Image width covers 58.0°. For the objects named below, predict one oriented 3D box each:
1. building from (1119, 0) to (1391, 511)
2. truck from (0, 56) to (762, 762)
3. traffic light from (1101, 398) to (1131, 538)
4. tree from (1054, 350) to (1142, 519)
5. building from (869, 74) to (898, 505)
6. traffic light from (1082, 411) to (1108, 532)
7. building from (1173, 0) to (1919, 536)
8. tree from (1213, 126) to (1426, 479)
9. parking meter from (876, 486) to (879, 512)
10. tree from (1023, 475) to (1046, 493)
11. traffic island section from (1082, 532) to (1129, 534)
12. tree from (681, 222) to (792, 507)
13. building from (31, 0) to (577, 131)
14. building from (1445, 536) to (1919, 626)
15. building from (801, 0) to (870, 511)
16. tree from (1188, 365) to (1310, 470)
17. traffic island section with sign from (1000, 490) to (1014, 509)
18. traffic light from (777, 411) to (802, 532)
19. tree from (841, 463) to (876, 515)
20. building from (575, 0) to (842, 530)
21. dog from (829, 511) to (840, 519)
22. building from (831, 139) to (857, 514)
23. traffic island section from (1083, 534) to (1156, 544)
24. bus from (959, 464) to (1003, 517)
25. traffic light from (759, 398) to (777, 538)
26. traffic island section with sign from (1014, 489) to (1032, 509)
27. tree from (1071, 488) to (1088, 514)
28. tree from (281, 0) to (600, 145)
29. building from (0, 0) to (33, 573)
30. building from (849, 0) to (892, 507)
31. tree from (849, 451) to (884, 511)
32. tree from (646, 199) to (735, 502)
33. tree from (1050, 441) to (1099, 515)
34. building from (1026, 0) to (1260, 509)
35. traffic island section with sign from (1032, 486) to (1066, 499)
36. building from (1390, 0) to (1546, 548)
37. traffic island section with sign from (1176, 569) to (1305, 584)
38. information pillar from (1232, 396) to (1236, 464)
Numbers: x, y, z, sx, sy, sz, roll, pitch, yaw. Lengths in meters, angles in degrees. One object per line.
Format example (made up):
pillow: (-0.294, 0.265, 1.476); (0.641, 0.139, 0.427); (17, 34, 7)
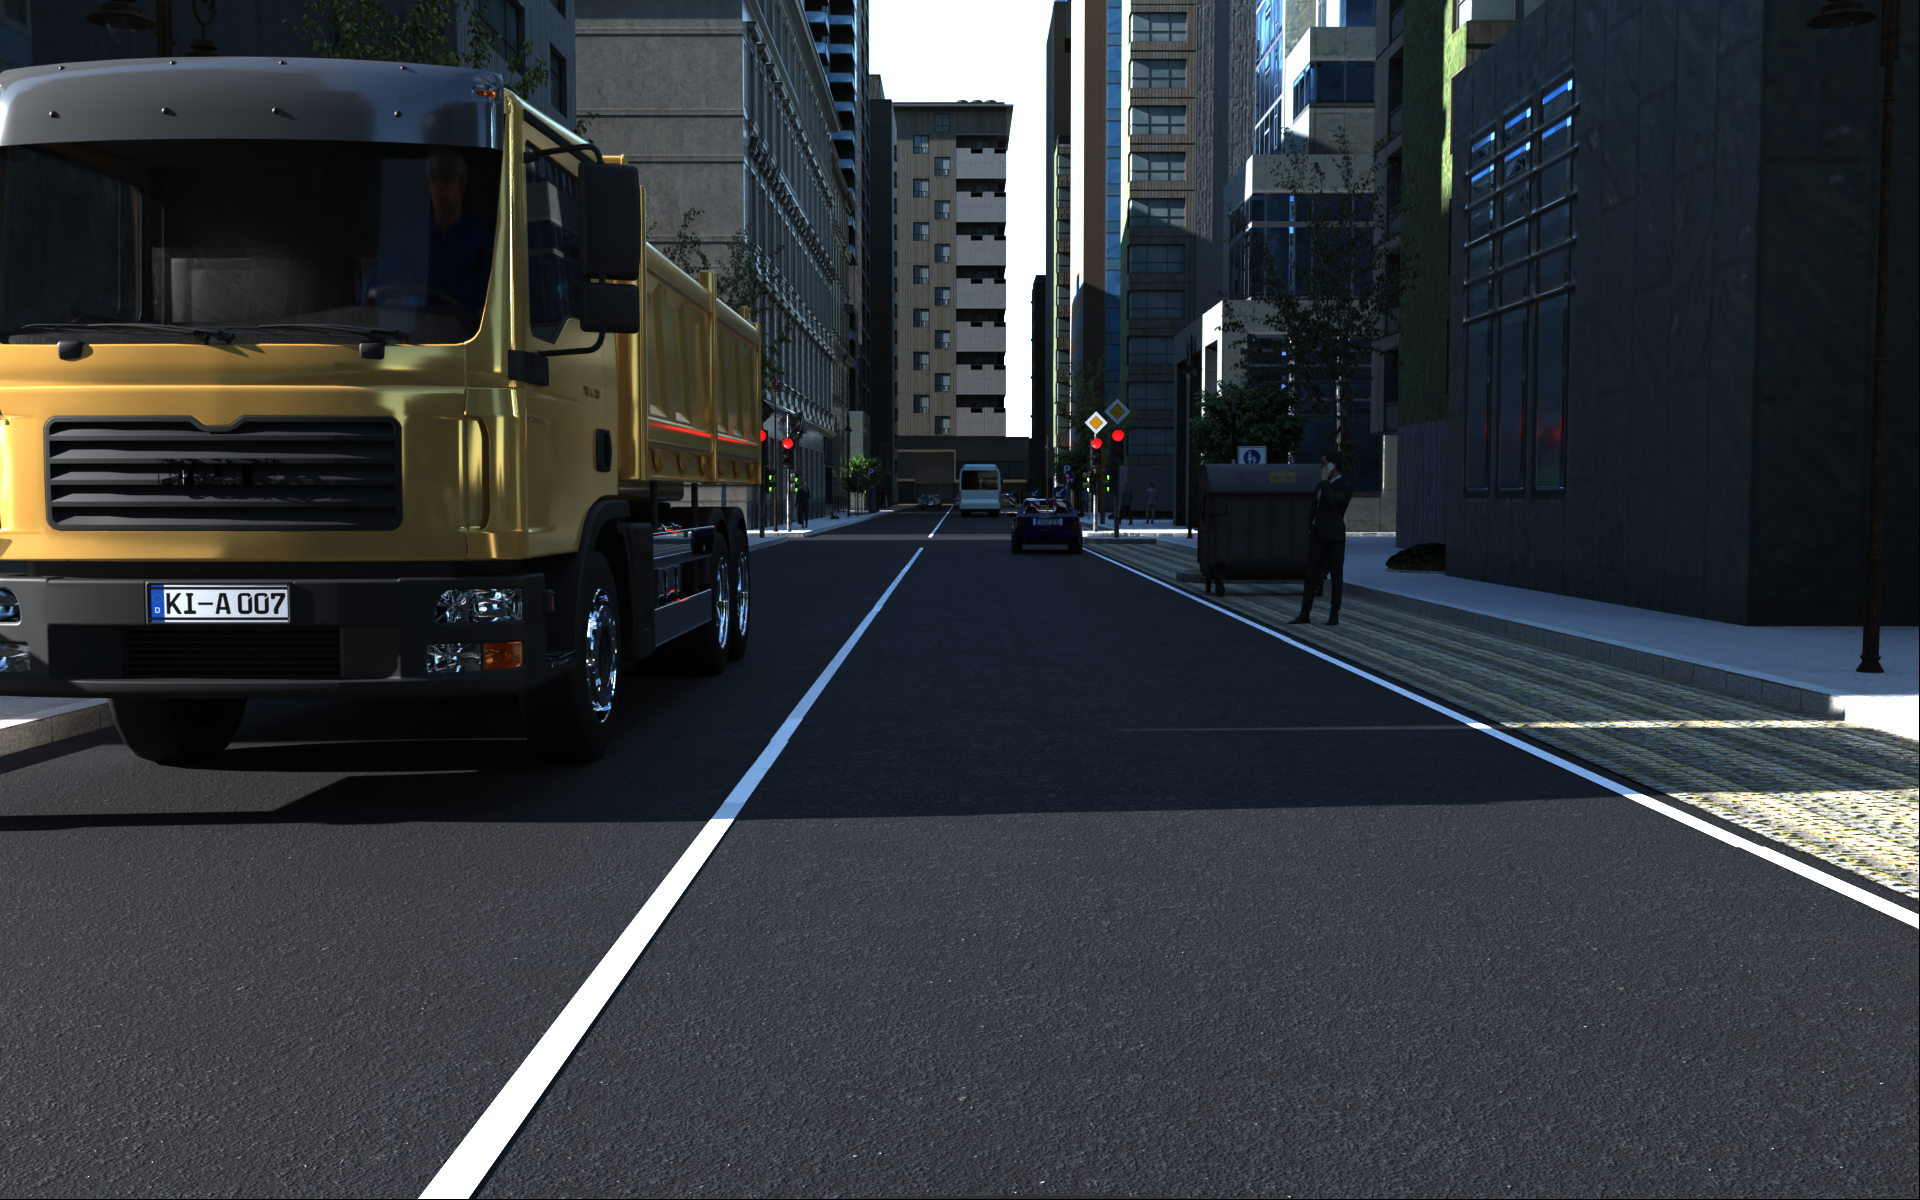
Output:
building: (16.385, -25.613, 102.360); (14.154, 41.232, 14.086); (0, 3, 0)
truck: (-3.137, -0.946, 11.385); (3.469, 3.379, 9.791); (0, 4, 0)
traffic light: (4.574, -3.778, 50.691); (0.839, 4.253, 0.868); (0, 3, 0)
tree: (6.918, -8.499, 89.323); (4.737, 8.622, 4.395); (0, 3, 0)
building: (-18.067, -35.104, 197.650); (21.600, 48.544, 21.300); (0, 3, 0)
traffic light: (4.582, -4.266, 58.676); (0.839, 4.253, 0.868); (0, 3, 0)
building: (24.208, -46.098, 66.374); (31.000, 86.520, 22.319); (0, 3, 0)
tree: (7.241, -5.112, 33.938); (4.360, 8.622, 3.978); (0, 3, 0)
parking meter: (-6.051, -7.408, 126.839); (0.255, 1.863, 0.399); (-1, 4, -12)
tree: (7.633, -10.963, 173.840); (1.663, 3.219, 1.824); (0, 3, 0)
traffic island section: (4.622, -2.233, 58.790); (2.009, 0.180, 2.903); (0, 3, 0)
tree: (-6.530, -5.938, 47.455); (4.737, 8.622, 4.395); (0, 3, 0)
building: (-17.059, -16.508, 41.608); (14.107, 30.474, 14.160); (0, 3, 0)
building: (18.786, -42.598, 9.155); (22.319, 86.520, 31.000); (0, 3, 0)
building: (-18.670, -51.060, 147.499); (22.319, 86.520, 31.000); (0, 3, 0)
tree: (7.316, -3.706, 44.311); (4.285, 4.588, 4.351); (0, 3, 0)
traffic island section with sign: (4.726, -9.347, 161.451); (1.989, 1.847, 2.006); (0, 3, 0)
traffic light: (-5.780, -4.266, 58.670); (0.839, 4.253, 0.868); (0, 3, 0)
tree: (-6.418, -7.112, 110.888); (1.663, 3.219, 1.824); (0, 3, 0)
building: (-15.356, -18.652, 81.381); (17.030, 29.872, 44.131); (0, 3, 0)
dog: (-6.415, -4.305, 88.120); (0.550, 0.427, 0.748); (-1, 4, -23)
building: (-13.850, -19.495, 116.011); (12.463, 27.353, 25.104); (0, 3, 0)
traffic island section: (4.614, -1.745, 50.805); (2.009, 0.180, 2.903); (0, 3, 0)
bus: (1.369, -7.268, 113.697); (2.948, 3.499, 13.247); (0, 4, 1)
traffic light: (-5.787, -3.778, 50.685); (0.839, 4.253, 0.868); (0, 3, 0)
traffic island section with sign: (4.672, -6.281, 111.315); (1.989, 1.847, 2.006); (0, 3, 0)
tree: (7.732, -7.189, 112.146); (1.663, 3.219, 1.824); (0, 3, 0)
tree: (-6.507, -4.294, 20.563); (4.737, 8.622, 4.395); (0, 3, 0)
building: (-25.694, -19.989, 18.694); (32.217, 40.220, 23.993); (0, 3, 0)
building: (-17.310, -44.983, 173.723); (20.563, 71.187, 20.611); (0, 3, 0)
tree: (-7.375, -9.069, 131.988); (4.285, 4.588, 4.351); (0, 3, 0)
tree: (-7.242, -5.575, 41.514); (4.360, 8.622, 3.978); (0, 3, 0)
tree: (7.239, -7.600, 107.966); (4.285, 4.588, 4.351); (0, 3, 0)
building: (19.075, -53.762, 191.681); (22.319, 86.520, 31.000); (0, 3, 0)
traffic island section with sign: (4.646, -4.573, 83.389); (1.989, 1.847, 2.006); (0, 3, 0)
building: (17.428, -21.909, 41.805); (14.154, 41.232, 14.086); (0, 3, 0)
traffic island section with sign: (4.595, -1.209, 28.391); (1.989, 1.847, 2.006); (0, 3, 0)
information pillar: (6.521, -3.056, 41.314); (0.183, 3.616, 0.504); (1, 4, 8)
